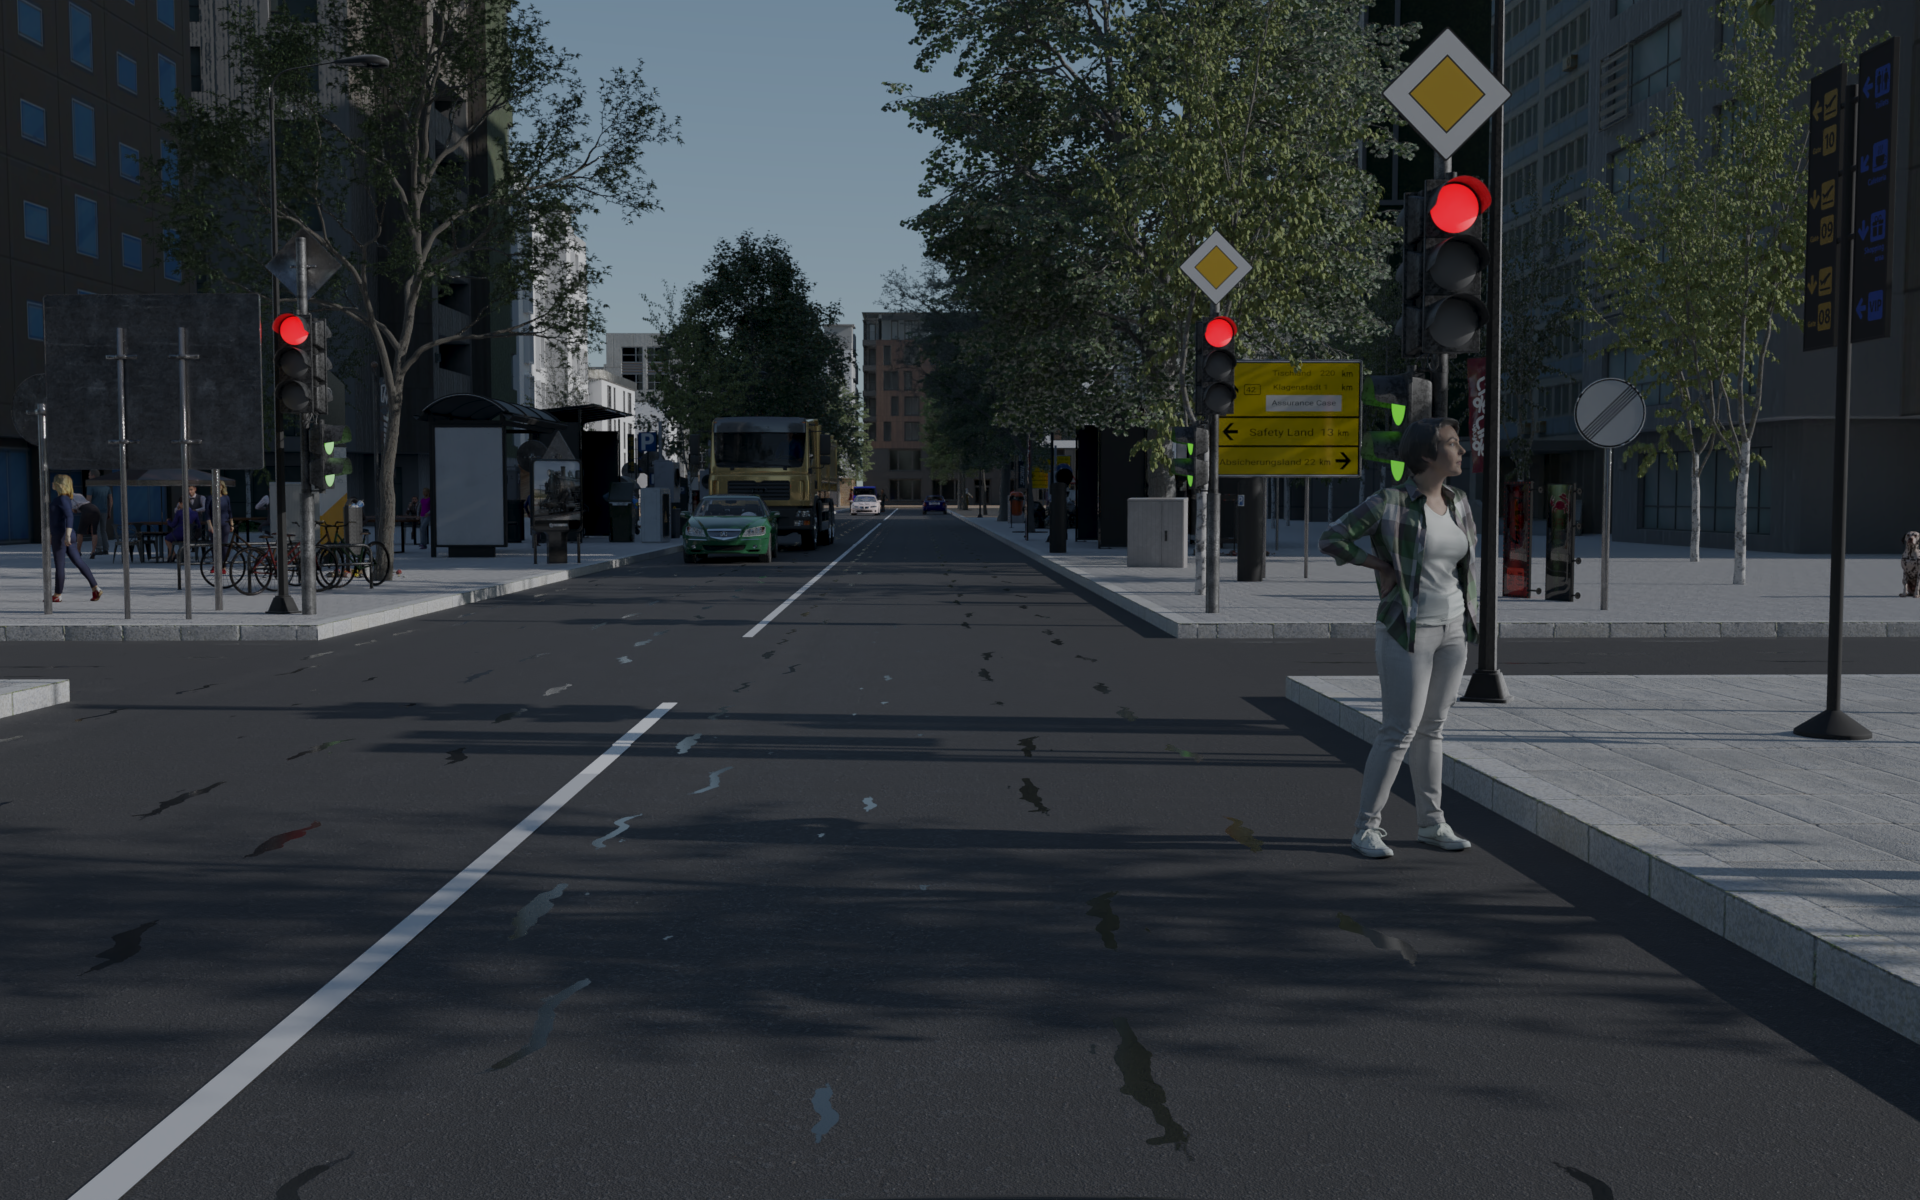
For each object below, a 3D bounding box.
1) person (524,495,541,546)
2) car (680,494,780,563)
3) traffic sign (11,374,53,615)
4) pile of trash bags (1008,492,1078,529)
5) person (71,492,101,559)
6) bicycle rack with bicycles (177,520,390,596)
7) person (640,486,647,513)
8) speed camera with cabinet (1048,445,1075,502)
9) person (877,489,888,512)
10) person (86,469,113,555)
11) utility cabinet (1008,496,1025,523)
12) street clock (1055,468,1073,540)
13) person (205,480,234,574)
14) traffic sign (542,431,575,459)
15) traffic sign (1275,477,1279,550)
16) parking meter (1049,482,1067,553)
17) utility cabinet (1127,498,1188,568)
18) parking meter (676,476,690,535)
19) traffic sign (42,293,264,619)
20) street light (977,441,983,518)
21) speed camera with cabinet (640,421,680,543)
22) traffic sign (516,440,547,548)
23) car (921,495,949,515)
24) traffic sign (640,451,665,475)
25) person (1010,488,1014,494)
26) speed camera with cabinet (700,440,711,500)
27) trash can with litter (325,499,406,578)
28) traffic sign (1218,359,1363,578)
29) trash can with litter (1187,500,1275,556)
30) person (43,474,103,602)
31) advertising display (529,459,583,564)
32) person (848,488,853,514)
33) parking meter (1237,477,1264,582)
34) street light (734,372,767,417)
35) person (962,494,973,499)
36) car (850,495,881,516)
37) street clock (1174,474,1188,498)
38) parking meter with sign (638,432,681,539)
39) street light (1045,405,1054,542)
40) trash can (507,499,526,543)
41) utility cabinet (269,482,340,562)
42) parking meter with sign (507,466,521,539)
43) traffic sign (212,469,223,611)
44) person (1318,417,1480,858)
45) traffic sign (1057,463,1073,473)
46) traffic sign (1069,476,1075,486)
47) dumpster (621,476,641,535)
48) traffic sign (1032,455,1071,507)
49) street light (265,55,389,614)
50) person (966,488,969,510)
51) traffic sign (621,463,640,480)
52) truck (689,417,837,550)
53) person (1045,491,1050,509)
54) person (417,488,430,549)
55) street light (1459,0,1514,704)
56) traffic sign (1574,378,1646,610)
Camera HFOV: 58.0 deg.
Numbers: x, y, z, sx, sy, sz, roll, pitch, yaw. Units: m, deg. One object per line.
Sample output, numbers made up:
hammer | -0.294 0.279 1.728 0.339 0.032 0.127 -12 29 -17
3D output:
person | -10.443 -2.095 42.996 0.600 1.496 0.574 -3 4 -38
car | -4.947 -1.581 37.642 2.131 1.459 4.920 0 4 -3
traffic sign | -9.711 -1.117 18.370 0.768 2.556 0.104 1 4 8
pile of trash bags | 3.035 -3.363 64.742 1.912 1.369 3.447 -3 5 -40
person | -17.398 -1.530 34.241 0.799 1.438 0.628 -1 4 -11
bicycle rack with bicycles | -9.010 -0.609 23.347 2.852 0.926 2.925 3 5 39
person | -9.861 -2.869 55.156 0.569 1.553 0.471 1 4 11
speed camera with cabinet | 4.484 -4.621 69.893 0.660 3.252 2.038 -3 5 -44
person | -6.163 -7.891 137.543 1.348 1.821 0.705 3 5 43
person | -18.166 -1.854 36.486 0.434 1.807 0.598 2 4 35
utility cabinet | 2.612 -3.969 76.062 1.020 1.237 0.306 -2 4 -24
street clock | 2.911 -2.687 48.499 0.471 2.002 0.358 -1 4 -8
person | -11.962 -1.181 27.890 0.613 1.512 0.480 3 4 38
traffic sign | -8.292 -2.189 35.786 0.884 2.594 0.081 0 4 -1
traffic sign | 7.210 -2.406 39.335 0.884 2.594 0.081 0 4 8
parking meter | 2.138 -1.797 37.785 0.372 1.533 0.369 0 3 0
utility cabinet | 3.459 -1.174 30.362 1.020 1.237 0.306 1 4 22
parking meter | -8.618 -2.943 53.834 0.399 1.863 0.255 0 3 0
traffic sign | -8.215 -1.454 17.648 2.265 3.308 0.079 0 4 3
street light | 0.548 -7.411 93.705 1.470 5.913 1.316 0 4 -1
speed camera with cabinet | -7.994 -3.177 46.281 0.660 3.252 2.038 0 4 5
traffic sign | -10.099 -2.498 40.955 0.768 2.556 0.104 0 4 -1
car | -1.777 -6.724 122.517 1.945 1.354 3.894 0 4 0
traffic sign | -8.985 -3.094 50.699 0.768 2.556 0.104 0 4 2
person | 4.783 -9.055 154.033 1.348 1.831 0.705 2 4 28
speed camera with cabinet | -9.838 -4.216 63.262 2.038 3.252 0.660 0 4 -3
trash can with litter | -9.336 -0.997 27.354 1.678 1.210 2.233 0 4 1
traffic sign | 4.952 -1.983 26.294 2.265 3.308 0.079 0 4 -1
trash can with litter | 5.583 -1.539 36.221 2.233 1.210 1.678 0 4 1
person | -10.567 -0.734 20.583 0.613 1.512 0.480 -3 4 -37
advertising display | -7.434 -1.633 31.909 0.974 1.923 0.123 -3 4 -36
person | -7.725 -6.975 122.506 0.705 1.831 1.348 -1 4 -15
parking meter | 4.264 -1.041 25.438 0.372 1.533 0.369 0 3 0
street light | -8.006 -5.701 65.749 1.470 5.913 1.316 0 4 -1
person | 0.698 -10.006 170.435 1.217 1.735 0.721 -2 4 -28
car | -6.364 -6.399 116.983 2.083 1.381 4.827 0 4 -1
street clock | 4.733 -2.018 37.566 0.358 2.002 0.471 -2 4 -24
parking meter with sign | -8.538 -3.253 49.455 0.543 3.016 1.738 1 4 15
street light | 1.903 -4.488 45.916 1.470 5.913 1.316 0 4 -1
trash can | -11.743 -2.068 45.468 0.748 1.137 0.748 0 3 0
utility cabinet | -12.138 -1.433 32.102 1.173 1.500 0.318 -3 5 -45
parking meter with sign | -12.460 -3.139 47.583 1.738 3.016 0.543 0 4 -2
traffic sign | -8.174 -1.157 19.030 0.768 2.556 0.104 0 4 5
person | 1.838 0.137 6.980 0.841 1.734 0.376 -2 4 -27
traffic sign | 4.286 -4.383 71.766 0.768 2.556 0.104 0 4 6
traffic sign | 5.520 -5.373 87.849 0.884 2.594 0.081 0 4 -1
dumpster | -10.642 -2.935 53.740 1.264 1.857 1.865 0 4 -2
traffic sign | 4.677 -5.910 90.500 2.265 3.308 0.079 0 4 6
street light | -6.740 -2.809 18.468 1.470 5.913 1.316 0 4 -1
person | 0.456 -8.101 139.217 0.721 1.736 1.217 1 4 10
traffic sign | -13.018 -4.181 68.471 0.768 2.556 0.104 0 4 3
truck | -4.895 -3.074 46.192 3.469 3.379 9.791 0 4 0
person | 6.039 -6.753 117.369 0.541 1.710 0.530 2 4 33
person | -12.449 -1.885 40.096 0.726 1.435 0.776 1 4 20
street light | 2.736 -2.327 10.589 1.470 5.913 1.316 0 4 -1
traffic sign | 7.126 -1.161 19.082 0.768 2.556 0.104 0 4 4
